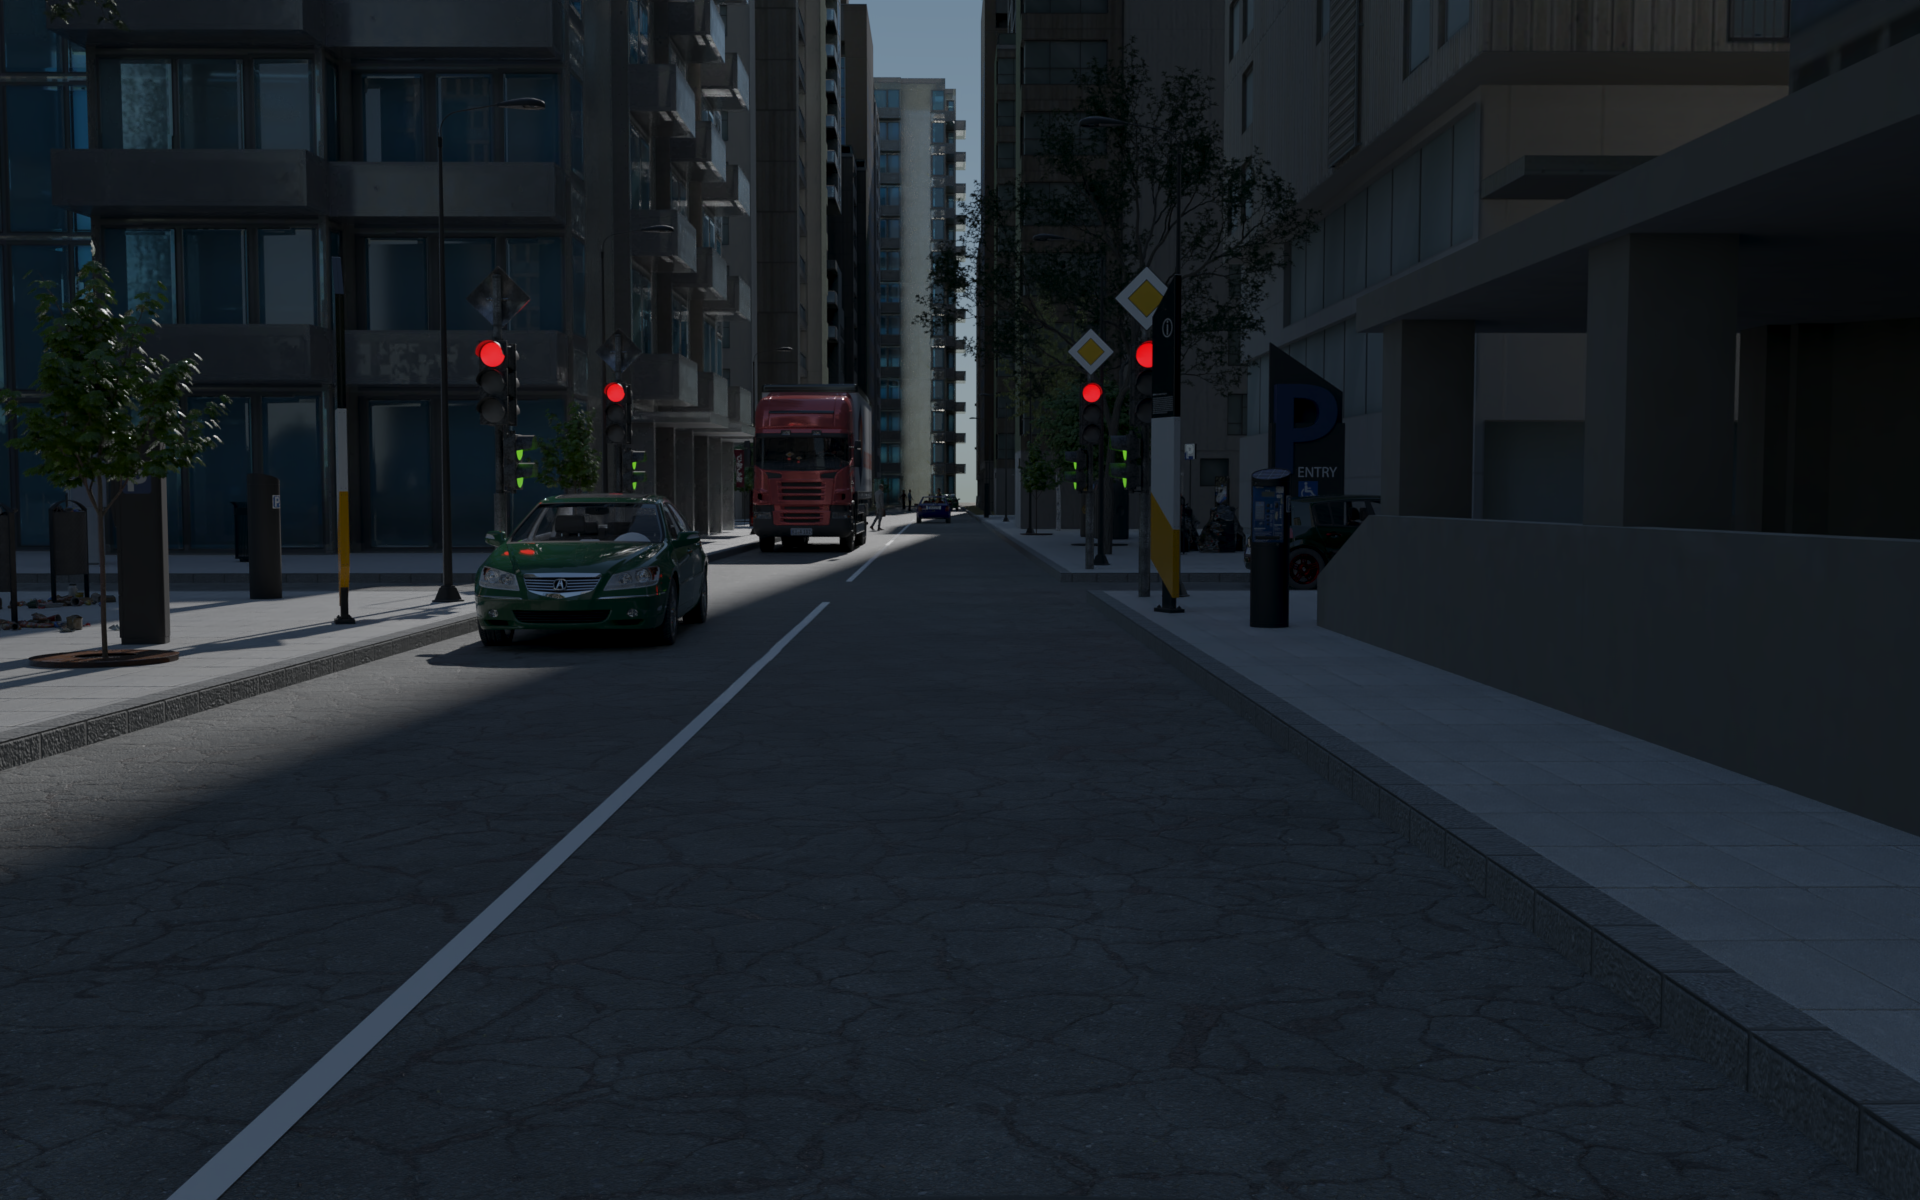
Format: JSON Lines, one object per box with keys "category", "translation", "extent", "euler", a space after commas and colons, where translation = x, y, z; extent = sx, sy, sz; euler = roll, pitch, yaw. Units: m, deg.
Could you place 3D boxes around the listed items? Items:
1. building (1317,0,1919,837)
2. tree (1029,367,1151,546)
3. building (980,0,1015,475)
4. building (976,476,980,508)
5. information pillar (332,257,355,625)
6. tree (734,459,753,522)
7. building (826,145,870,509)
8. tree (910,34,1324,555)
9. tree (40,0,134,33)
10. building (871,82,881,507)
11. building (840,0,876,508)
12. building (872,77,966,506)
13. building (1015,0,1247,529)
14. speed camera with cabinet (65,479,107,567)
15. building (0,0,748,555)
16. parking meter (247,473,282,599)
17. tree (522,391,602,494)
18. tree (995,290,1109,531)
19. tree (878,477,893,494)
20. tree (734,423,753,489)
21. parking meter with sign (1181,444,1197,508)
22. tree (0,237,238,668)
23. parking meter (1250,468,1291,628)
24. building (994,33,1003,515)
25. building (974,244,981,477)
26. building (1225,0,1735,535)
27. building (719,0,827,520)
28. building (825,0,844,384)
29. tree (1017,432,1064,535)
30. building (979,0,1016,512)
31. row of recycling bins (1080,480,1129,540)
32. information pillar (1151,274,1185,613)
{"category": "building", "translation": [19.659, -19.390, 8.903], "extent": [32.217, 40.220, 23.993], "euler": [0, 4, -1]}
{"category": "tree", "translation": [3.415, -3.637, 43.184], "extent": [4.285, 4.588, 4.351], "euler": [0, 3, 0]}
{"category": "building", "translation": [8.824, -30.486, 148.563], "extent": [14.600, 45.320, 14.200], "euler": [0, 4, -1]}
{"category": "building", "translation": [17.784, -29.132, 168.191], "extent": [32.217, 40.220, 23.993], "euler": [0, 4, -1]}
{"category": "information pillar", "translation": [-6.078, -1.569, 17.011], "extent": [0.183, 3.616, 0.504], "euler": [-1, 4, -22]}
{"category": "tree", "translation": [-9.929, -5.208, 79.750], "extent": [1.663, 3.219, 1.824], "euler": [0, 3, 0]}
{"category": "building", "translation": [-14.824, -22.713, 143.051], "extent": [14.160, 30.474, 14.107], "euler": [0, 4, -1]}
{"category": "tree", "translation": [3.061, -6.225, 36.193], "extent": [8.767, 10.594, 7.601], "euler": [0, 4, 3]}
{"category": "tree", "translation": [-6.600, -4.455, 7.247], "extent": [8.767, 10.594, 7.601], "euler": [0, 3, 0]}
{"category": "building", "translation": [-14.961, -29.912, 172.650], "extent": [14.086, 41.232, 14.154], "euler": [0, 4, -1]}
{"category": "building", "translation": [-14.979, -31.001, 156.978], "extent": [14.600, 45.320, 14.200], "euler": [0, 4, -1]}
{"category": "building", "translation": [-14.607, -35.436, 198.992], "extent": [30.456, 49.044, 23.786], "euler": [0, 4, -1]}
{"category": "building", "translation": [9.165, -18.208, 69.409], "extent": [14.160, 30.474, 14.107], "euler": [0, 4, -1]}
{"category": "speed camera with cabinet", "translation": [-15.728, -2.251, 31.139], "extent": [0.660, 3.252, 2.038], "euler": [-2, 4, -30]}
{"category": "building", "translation": [-18.044, -26.254, 48.856], "extent": [23.786, 49.044, 30.456], "euler": [0, 4, -1]}
{"category": "parking meter", "translation": [-8.519, -0.783, 21.215], "extent": [0.372, 1.533, 0.369], "euler": [0, 3, 0]}
{"category": "tree", "translation": [-7.224, -2.337, 32.816], "extent": [1.663, 3.219, 1.824], "euler": [0, 3, 0]}
{"category": "tree", "translation": [3.344, -6.690, 59.739], "extent": [4.737, 8.622, 4.395], "euler": [0, 3, 0]}
{"category": "tree", "translation": [-8.141, -11.469, 182.112], "extent": [1.663, 3.219, 1.824], "euler": [0, 3, 0]}
{"category": "tree", "translation": [-7.955, -5.378, 71.641], "extent": [4.285, 4.588, 4.351], "euler": [0, 3, 0]}
{"category": "parking meter with sign", "translation": [7.276, -3.871, 59.558], "extent": [1.738, 3.016, 0.543], "euler": [-2, 4, -32]}
{"category": "tree", "translation": [-6.581, -1.127, 13.022], "extent": [1.663, 3.219, 1.824], "euler": [0, 3, 0]}
{"category": "parking meter", "translation": [2.990, -0.507, 16.698], "extent": [0.372, 1.533, 0.369], "euler": [0, 3, 0]}
{"category": "building", "translation": [9.176, -20.852, 112.625], "extent": [14.160, 30.474, 14.107], "euler": [0, 4, -1]}
{"category": "building", "translation": [8.816, -25.935, 195.740], "extent": [14.107, 30.474, 14.160], "euler": [0, 4, -1]}
{"category": "building", "translation": [21.514, -27.649, 41.298], "extent": [27.495, 52.752, 28.713], "euler": [0, 4, -1]}
{"category": "building", "translation": [-14.488, -24.948, 91.492], "extent": [14.154, 41.232, 14.086], "euler": [0, 4, -1]}
{"category": "building", "translation": [-18.065, -49.261, 118.086], "extent": [22.319, 86.520, 31.000], "euler": [0, 4, -1]}
{"category": "tree", "translation": [2.364, -3.636, 54.049], "extent": [1.663, 3.219, 1.824], "euler": [0, 3, 0]}
{"category": "building", "translation": [11.963, -42.288, 129.653], "extent": [20.563, 71.187, 20.611], "euler": [0, 4, -1]}
{"category": "row of recycling bins", "translation": [4.226, -2.645, 50.364], "extent": [1.069, 1.692, 3.534], "euler": [0, 4, -6]}
{"category": "information pillar", "translation": [2.236, -1.677, 18.768], "extent": [0.183, 3.616, 0.504], "euler": [-2, 4, -24]}
